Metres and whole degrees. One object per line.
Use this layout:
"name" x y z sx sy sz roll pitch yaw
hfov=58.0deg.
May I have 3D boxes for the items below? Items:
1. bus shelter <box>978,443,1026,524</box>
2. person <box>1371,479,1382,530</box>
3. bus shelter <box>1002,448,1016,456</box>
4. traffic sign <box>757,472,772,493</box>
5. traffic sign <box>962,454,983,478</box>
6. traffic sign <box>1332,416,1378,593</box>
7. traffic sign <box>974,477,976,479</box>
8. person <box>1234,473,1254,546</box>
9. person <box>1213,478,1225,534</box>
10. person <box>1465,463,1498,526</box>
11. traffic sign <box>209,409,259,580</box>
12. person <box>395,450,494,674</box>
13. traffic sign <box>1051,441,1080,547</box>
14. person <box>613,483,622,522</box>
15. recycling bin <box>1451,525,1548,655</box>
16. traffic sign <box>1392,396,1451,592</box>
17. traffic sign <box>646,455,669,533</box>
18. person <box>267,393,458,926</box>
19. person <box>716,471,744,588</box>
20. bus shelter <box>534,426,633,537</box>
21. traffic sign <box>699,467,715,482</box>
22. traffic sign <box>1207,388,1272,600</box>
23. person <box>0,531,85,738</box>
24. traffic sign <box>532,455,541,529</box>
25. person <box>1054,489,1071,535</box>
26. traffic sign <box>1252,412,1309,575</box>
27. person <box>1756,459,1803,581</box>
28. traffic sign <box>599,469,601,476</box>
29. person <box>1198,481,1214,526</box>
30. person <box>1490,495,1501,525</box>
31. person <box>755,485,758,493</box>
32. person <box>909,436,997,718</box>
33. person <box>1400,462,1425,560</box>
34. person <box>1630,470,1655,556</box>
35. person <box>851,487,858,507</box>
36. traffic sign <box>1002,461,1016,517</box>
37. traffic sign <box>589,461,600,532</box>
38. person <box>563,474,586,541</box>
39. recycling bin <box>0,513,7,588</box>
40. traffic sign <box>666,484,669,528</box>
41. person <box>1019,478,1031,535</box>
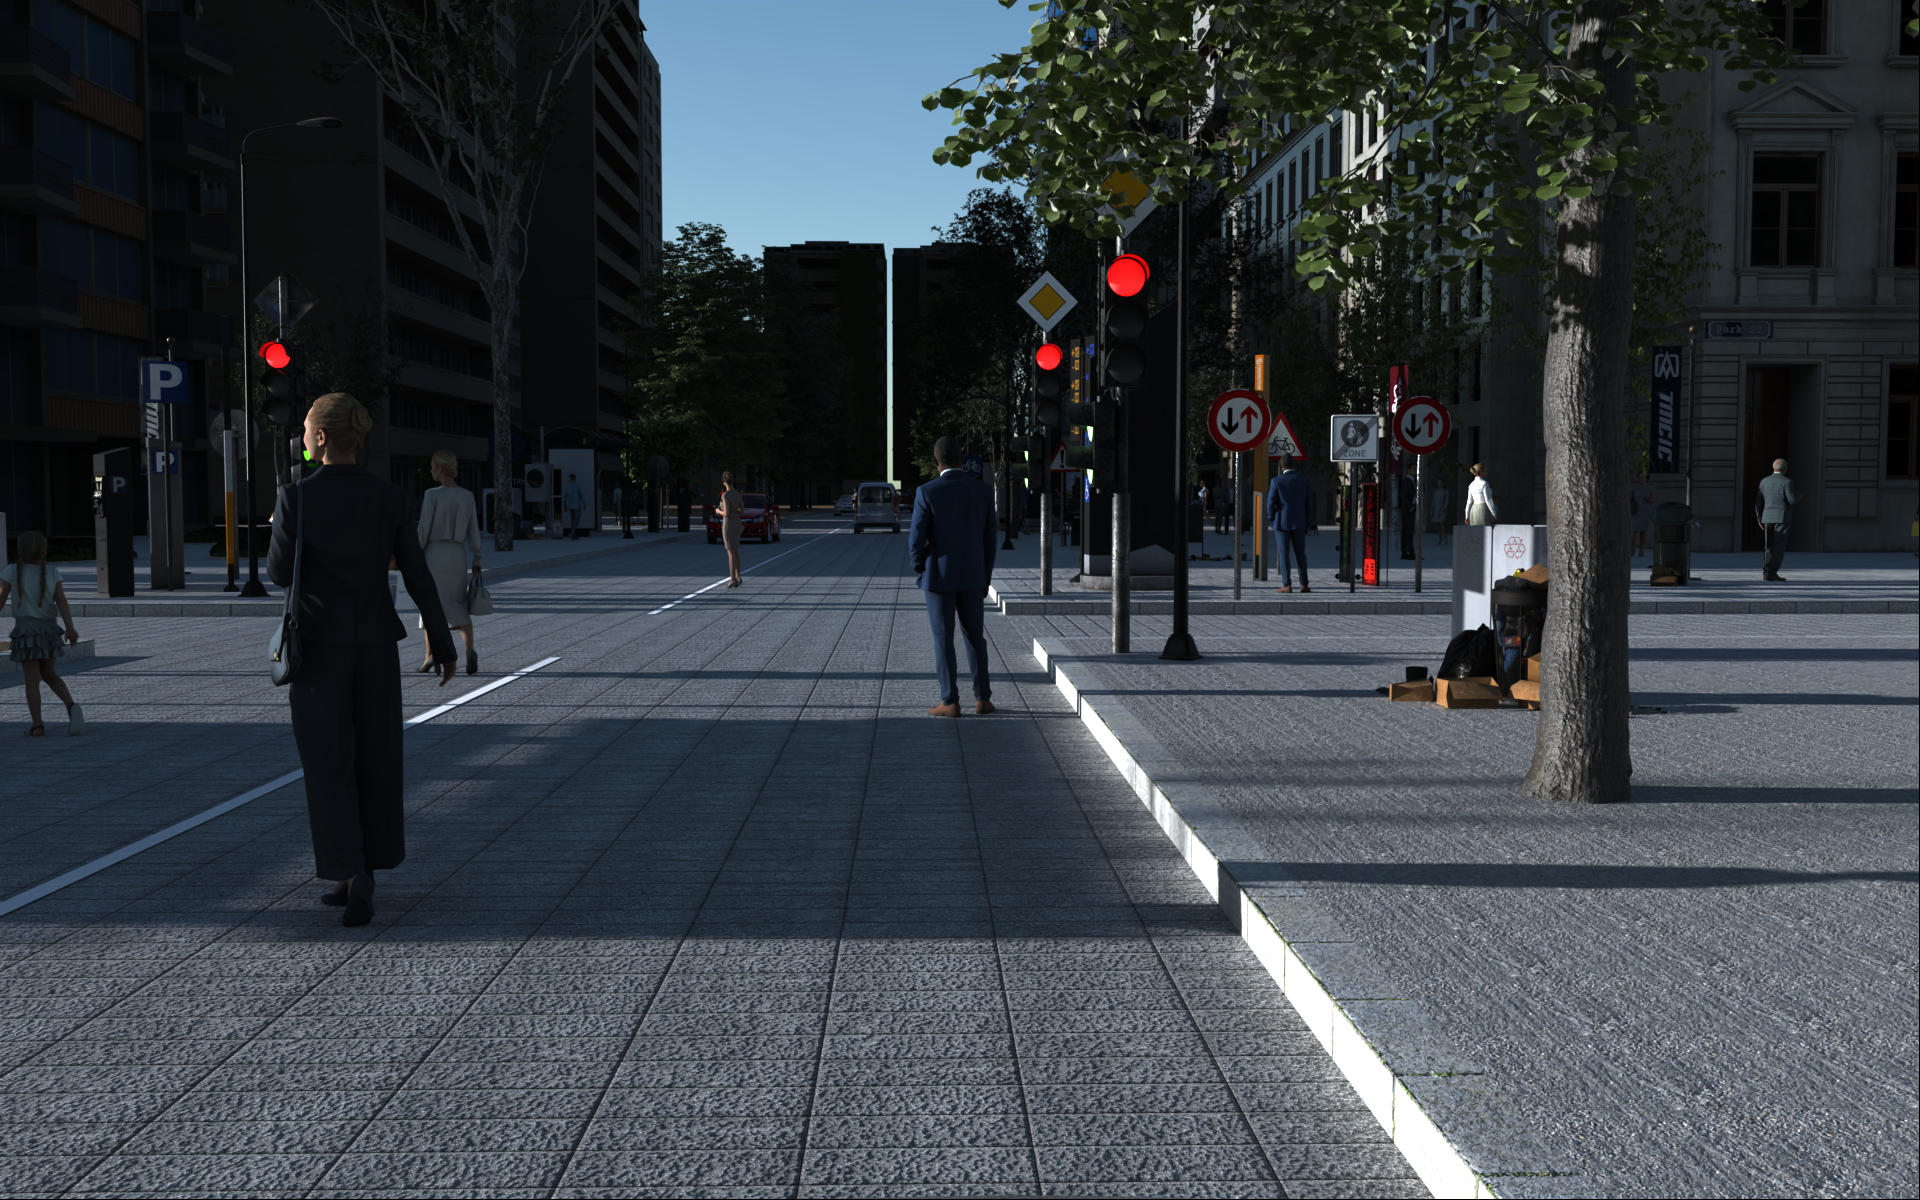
"bus shelter" 1.747 -4.701 70.789 2.014 3.302 5.546 0 4 -1
"person" 14.618 -3.350 60.995 0.590 1.801 0.661 2 4 28
"bus shelter" 3.120 -5.927 88.187 1.731 3.624 6.357 0 4 -2
"traffic sign" -10.819 -5.867 95.926 0.884 2.594 0.081 0 4 8
"traffic sign" 0.354 -3.346 54.805 0.768 2.556 0.104 0 4 1
"traffic sign" 5.093 -1.240 22.411 0.606 2.300 0.079 0 4 4
"traffic sign" 0.335 -4.304 70.476 0.768 2.556 0.104 0 3 0
"person" 7.178 -2.248 42.896 0.767 1.812 0.694 3 5 39
"person" 8.319 -2.987 55.160 0.520 1.790 0.573 3 4 38
"person" 8.684 -1.396 29.088 0.641 1.798 0.478 -1 4 -10
"traffic sign" -10.861 -1.579 25.923 0.768 2.556 0.104 0 4 4
"person" -4.086 -0.298 13.733 0.694 1.780 0.624 -2 4 -32
"traffic sign" 2.493 -2.582 42.217 0.884 2.594 0.081 0 4 6
"person" -15.895 -4.545 80.577 0.478 1.798 0.641 -1 4 -17
"recycling bin" 4.442 -0.084 13.933 0.722 1.027 0.722 3 5 43
"traffic sign" 5.982 -1.372 22.534 0.768 2.556 0.104 0 4 -1
"traffic sign" -9.887 -3.460 56.676 0.768 2.556 0.104 0 4 6
"person" -2.046 0.185 5.898 0.534 1.772 0.576 2 4 30
"person" -3.499 -1.071 26.347 0.374 1.781 0.599 2 4 25
"bus shelter" -11.682 -3.682 54.131 2.014 3.302 5.546 0 4 -1
"traffic sign" -11.693 -4.886 79.996 0.768 2.556 0.104 0 4 4
"traffic sign" 3.376 -1.277 20.993 0.768 2.556 0.104 0 4 6
"person" -5.446 0.206 10.153 0.505 1.210 0.382 -3 5 -42
"traffic sign" -13.899 -3.431 56.204 0.768 2.556 0.104 0 4 2
"person" 3.240 -2.938 54.432 0.716 1.782 0.532 2 4 32
"traffic sign" 5.057 -1.675 27.389 0.884 2.594 0.081 0 4 4
"person" 12.166 -1.191 25.687 0.590 1.801 0.661 -2 4 -30
"traffic sign" -14.218 -4.074 66.723 0.768 2.556 0.104 0 4 6
"person" 9.649 -3.812 68.465 0.778 1.811 0.616 1 4 8
"person" 12.635 -1.855 41.063 0.352 1.250 0.332 1 4 14
"person" -10.936 -5.248 91.723 0.514 1.842 0.818 -1 4 -8
"person" -0.016 -0.152 11.168 0.721 1.800 0.419 -2 4 -29
"person" 8.857 -1.741 33.873 0.474 1.900 0.648 1 4 17
"person" 13.910 -1.788 35.633 0.716 1.782 0.532 1 4 23
"person" -5.687 -5.212 93.902 0.466 1.800 0.511 -3 4 -38
"traffic sign" 2.021 -4.118 67.439 0.768 2.556 0.104 0 4 3
"traffic sign" -12.414 -3.533 57.863 0.768 2.556 0.104 0 4 0
"person" -10.765 -2.580 48.093 0.638 1.841 0.748 1 4 21
"recycling bin" -13.212 -0.651 23.192 0.722 1.027 0.722 -3 4 -36
"traffic sign" -11.192 -4.047 66.278 0.768 2.556 0.104 0 4 4
"person" 1.910 -2.954 54.356 0.654 1.822 0.581 0 4 2
